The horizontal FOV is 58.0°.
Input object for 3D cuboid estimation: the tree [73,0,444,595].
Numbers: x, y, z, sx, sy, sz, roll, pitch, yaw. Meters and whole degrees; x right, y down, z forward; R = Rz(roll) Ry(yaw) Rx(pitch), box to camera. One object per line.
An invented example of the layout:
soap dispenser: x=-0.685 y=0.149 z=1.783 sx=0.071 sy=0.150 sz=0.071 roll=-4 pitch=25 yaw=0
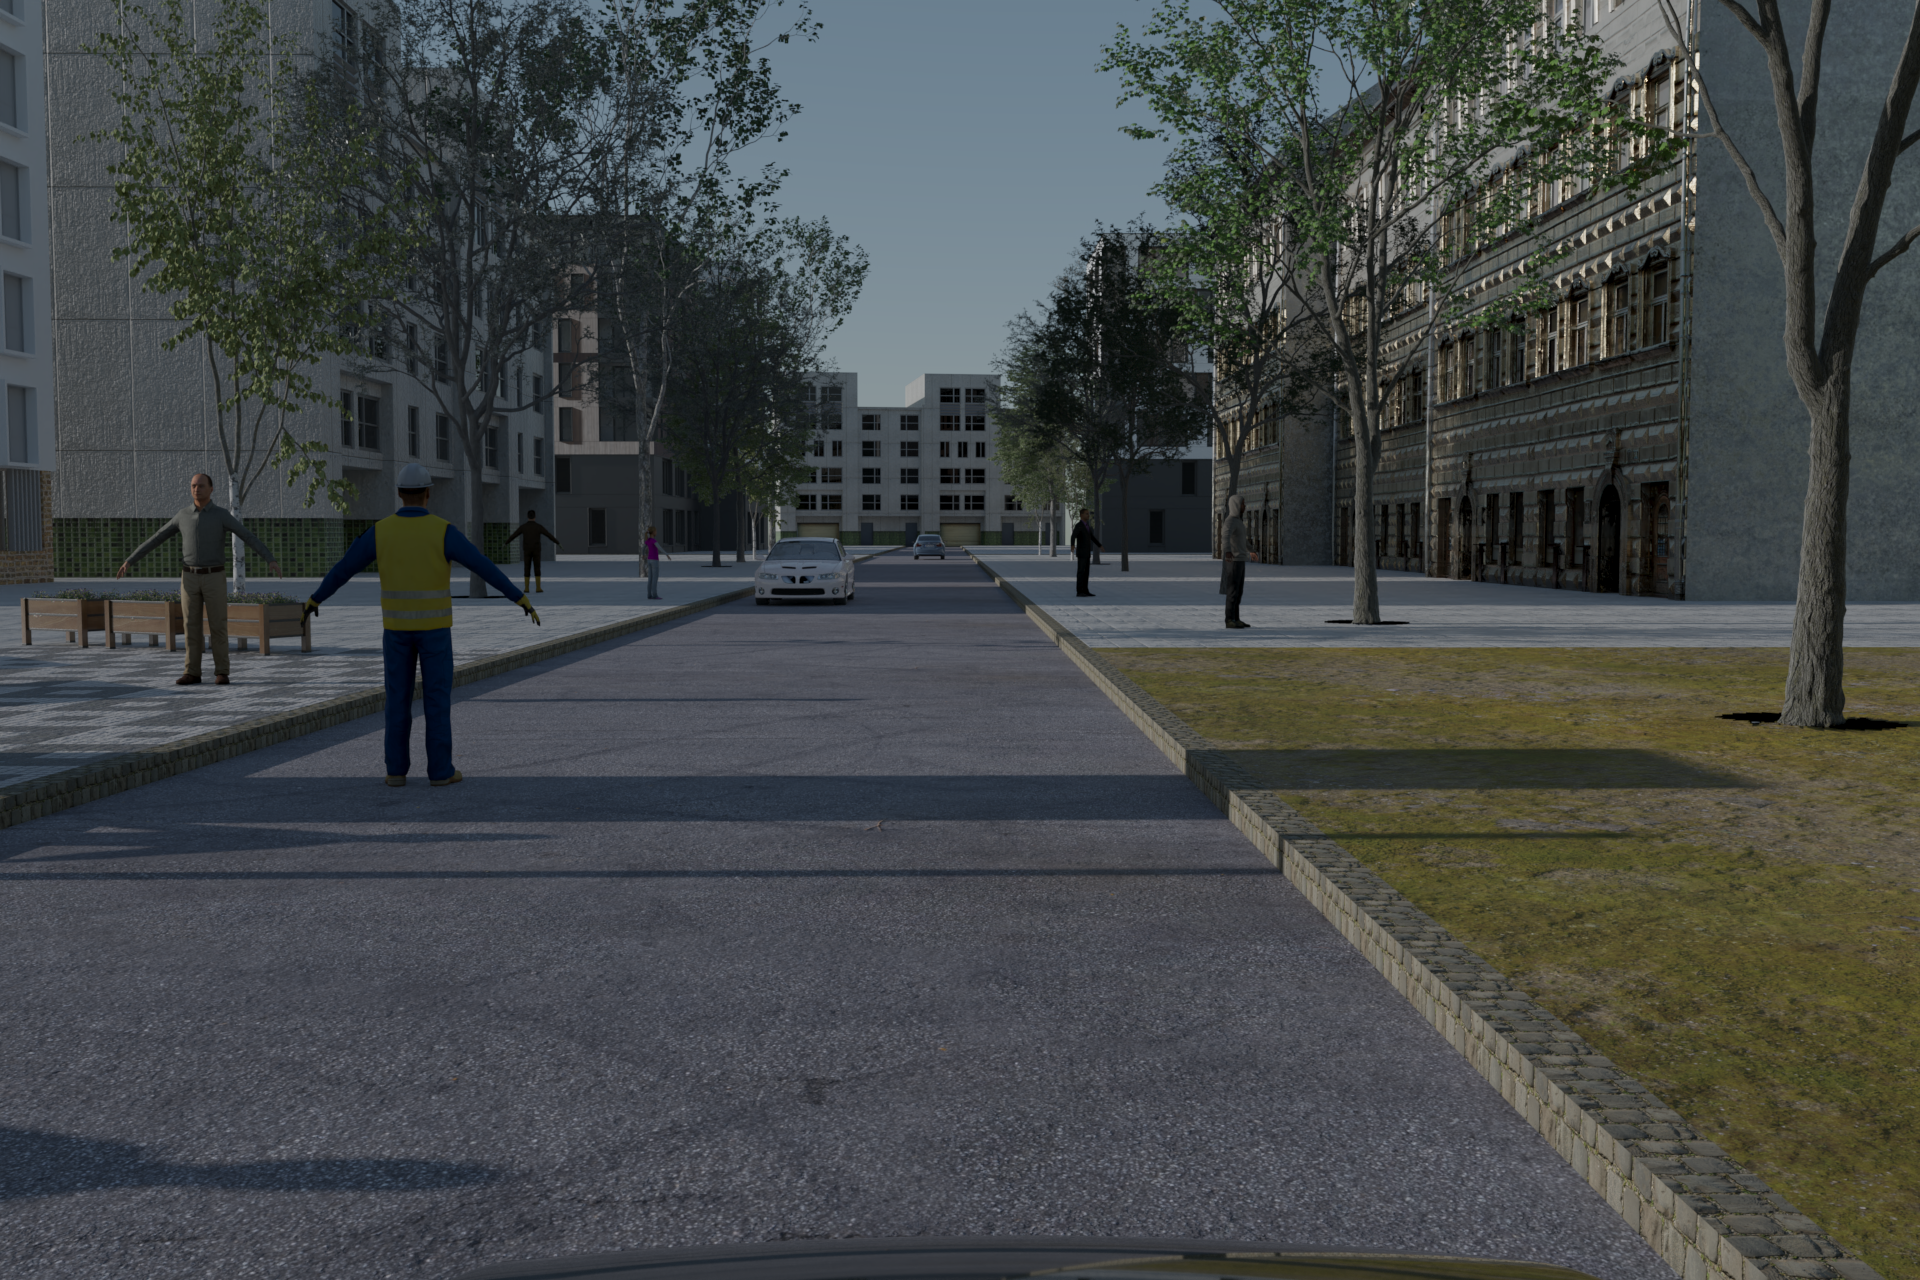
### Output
tree: x=-9.008 y=-4.371 z=21.832 sx=4.737 sy=8.622 sz=4.395 roll=0 pitch=3 yaw=0

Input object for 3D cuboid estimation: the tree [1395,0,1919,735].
tree: x=5.693 y=-5.225 z=11.185 sx=9.928 sy=11.665 sz=9.643 roll=0 pitch=3 yaw=0

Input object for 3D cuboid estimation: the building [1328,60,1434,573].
building: x=24.335 y=-14.022 z=60.183 sx=19.493 sy=23.208 sz=18.063 roll=0 pitch=4 yaw=0

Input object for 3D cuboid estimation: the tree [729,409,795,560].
tree: x=-10.263 y=-8.351 z=86.897 sx=4.737 sy=8.622 sz=4.395 roll=0 pitch=3 yaw=0

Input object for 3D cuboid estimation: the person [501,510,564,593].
person: x=-9.356 y=-1.942 z=37.886 sx=1.346 sy=1.812 sz=0.704 roll=0 pitch=4 yaw=-7

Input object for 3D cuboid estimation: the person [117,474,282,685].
person: x=-6.462 y=-0.521 z=14.787 sx=1.348 sy=1.796 sz=0.705 roll=0 pitch=4 yaw=-6

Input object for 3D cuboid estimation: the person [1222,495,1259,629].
person: x=3.784 y=-1.068 z=23.596 sx=0.705 sy=1.813 sz=1.348 roll=2 pitch=4 yaw=25

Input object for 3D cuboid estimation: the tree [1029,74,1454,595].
tree: x=5.618 y=-6.222 z=36.143 sx=8.767 sy=10.594 sz=7.601 roll=0 pitch=4 yaw=2

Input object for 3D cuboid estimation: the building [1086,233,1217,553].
building: x=23.492 y=-17.751 z=134.199 sx=27.936 sy=21.610 sz=32.646 roll=0 pitch=4 yaw=0

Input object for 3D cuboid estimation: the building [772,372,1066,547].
building: x=-5.161 y=-20.087 z=197.338 sx=31.486 sy=18.905 sz=16.747 roll=-1 pitch=4 yaw=-9

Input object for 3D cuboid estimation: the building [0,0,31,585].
building: x=-28.789 y=-10.765 z=32.429 sx=16.016 sy=20.090 sz=11.380 roll=0 pitch=4 yaw=-1

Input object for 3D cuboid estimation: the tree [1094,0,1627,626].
tree: x=5.763 y=-6.041 z=24.528 sx=9.928 sy=11.665 sz=9.643 roll=0 pitch=3 yaw=0

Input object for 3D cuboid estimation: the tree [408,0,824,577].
tree: x=-10.388 y=-11.852 z=49.666 sx=12.611 sy=20.169 sz=13.585 roll=0 pitch=3 yaw=0

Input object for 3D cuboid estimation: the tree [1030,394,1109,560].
tree: x=5.577 y=-8.226 z=84.854 sx=4.360 sy=8.622 sz=3.978 roll=0 pitch=3 yaw=0

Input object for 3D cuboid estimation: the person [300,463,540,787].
person: x=-3.098 y=-0.090 z=9.902 sx=1.349 sy=1.833 sz=0.705 roll=0 pitch=4 yaw=-5

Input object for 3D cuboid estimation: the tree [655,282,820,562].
tree: x=-10.388 y=-9.805 z=78.437 sx=7.486 sy=12.596 sz=7.792 roll=0 pitch=3 yaw=0

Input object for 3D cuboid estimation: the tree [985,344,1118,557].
tree: x=4.837 y=-10.936 z=96.933 sx=7.486 sy=12.596 sz=7.792 roll=0 pitch=3 yaw=0

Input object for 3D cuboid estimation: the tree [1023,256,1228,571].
tree: x=5.386 y=-7.623 z=59.048 sx=7.601 sy=10.594 sz=8.767 roll=-3 pitch=4 yaw=-36

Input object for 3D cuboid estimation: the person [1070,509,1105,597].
person: x=2.559 y=-1.788 z=35.465 sx=0.704 sy=1.802 sz=1.346 roll=2 pitch=4 yaw=32

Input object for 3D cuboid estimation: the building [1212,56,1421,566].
building: x=22.211 y=-15.154 z=78.701 sx=19.493 sy=23.208 sz=18.063 roll=0 pitch=4 yaw=0

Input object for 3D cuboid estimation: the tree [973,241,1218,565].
tree: x=5.750 y=-9.896 z=72.164 sx=12.009 sy=13.543 sz=11.850 roll=0 pitch=3 yaw=0

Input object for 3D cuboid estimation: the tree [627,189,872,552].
tree: x=-11.642 y=-14.705 z=96.312 sx=12.611 sy=20.169 sz=13.585 roll=0 pitch=3 yaw=0

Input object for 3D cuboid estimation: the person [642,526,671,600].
person: x=-5.965 y=-1.510 z=33.948 sx=0.599 sy=1.433 sz=0.991 roll=-3 pitch=5 yaw=-42

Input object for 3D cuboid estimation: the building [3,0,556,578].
building: x=-27.300 y=-12.198 z=65.903 sx=16.747 sy=18.905 sz=31.486 roll=0 pitch=4 yaw=-1

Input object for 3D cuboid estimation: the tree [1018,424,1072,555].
tree: x=4.724 y=-9.459 z=105.009 sx=4.360 sy=8.622 sz=3.978 roll=0 pitch=3 yaw=0

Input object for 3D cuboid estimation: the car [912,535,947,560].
car: x=-1.726 y=-5.268 z=98.138 sx=2.014 sy=1.417 sz=4.499 roll=0 pitch=4 yaw=0

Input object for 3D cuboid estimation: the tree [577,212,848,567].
tree: x=-9.404 y=-9.560 z=66.671 sx=12.009 sy=13.543 sz=11.850 roll=0 pitch=3 yaw=0

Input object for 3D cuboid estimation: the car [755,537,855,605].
car: x=-3.222 y=-1.477 z=36.505 sx=2.083 sy=1.381 sz=4.827 roll=0 pitch=4 yaw=0

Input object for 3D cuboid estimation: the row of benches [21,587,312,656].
row of benches: x=-8.840 y=-0.234 z=19.295 sx=4.104 sy=0.672 sz=1.422 roll=2 pitch=4 yaw=27

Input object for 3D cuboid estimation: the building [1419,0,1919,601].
building: x=23.035 y=-12.879 z=41.498 sx=19.493 sy=23.208 sz=18.063 roll=0 pitch=3 yaw=0

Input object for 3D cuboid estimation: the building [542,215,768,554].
building: x=-30.029 y=-17.340 z=127.486 sx=27.936 sy=21.610 sz=32.646 roll=0 pitch=4 yaw=1

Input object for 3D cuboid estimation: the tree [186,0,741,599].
tree: x=-9.609 y=-7.567 z=34.093 sx=12.009 sy=13.543 sz=11.850 roll=0 pitch=3 yaw=0
